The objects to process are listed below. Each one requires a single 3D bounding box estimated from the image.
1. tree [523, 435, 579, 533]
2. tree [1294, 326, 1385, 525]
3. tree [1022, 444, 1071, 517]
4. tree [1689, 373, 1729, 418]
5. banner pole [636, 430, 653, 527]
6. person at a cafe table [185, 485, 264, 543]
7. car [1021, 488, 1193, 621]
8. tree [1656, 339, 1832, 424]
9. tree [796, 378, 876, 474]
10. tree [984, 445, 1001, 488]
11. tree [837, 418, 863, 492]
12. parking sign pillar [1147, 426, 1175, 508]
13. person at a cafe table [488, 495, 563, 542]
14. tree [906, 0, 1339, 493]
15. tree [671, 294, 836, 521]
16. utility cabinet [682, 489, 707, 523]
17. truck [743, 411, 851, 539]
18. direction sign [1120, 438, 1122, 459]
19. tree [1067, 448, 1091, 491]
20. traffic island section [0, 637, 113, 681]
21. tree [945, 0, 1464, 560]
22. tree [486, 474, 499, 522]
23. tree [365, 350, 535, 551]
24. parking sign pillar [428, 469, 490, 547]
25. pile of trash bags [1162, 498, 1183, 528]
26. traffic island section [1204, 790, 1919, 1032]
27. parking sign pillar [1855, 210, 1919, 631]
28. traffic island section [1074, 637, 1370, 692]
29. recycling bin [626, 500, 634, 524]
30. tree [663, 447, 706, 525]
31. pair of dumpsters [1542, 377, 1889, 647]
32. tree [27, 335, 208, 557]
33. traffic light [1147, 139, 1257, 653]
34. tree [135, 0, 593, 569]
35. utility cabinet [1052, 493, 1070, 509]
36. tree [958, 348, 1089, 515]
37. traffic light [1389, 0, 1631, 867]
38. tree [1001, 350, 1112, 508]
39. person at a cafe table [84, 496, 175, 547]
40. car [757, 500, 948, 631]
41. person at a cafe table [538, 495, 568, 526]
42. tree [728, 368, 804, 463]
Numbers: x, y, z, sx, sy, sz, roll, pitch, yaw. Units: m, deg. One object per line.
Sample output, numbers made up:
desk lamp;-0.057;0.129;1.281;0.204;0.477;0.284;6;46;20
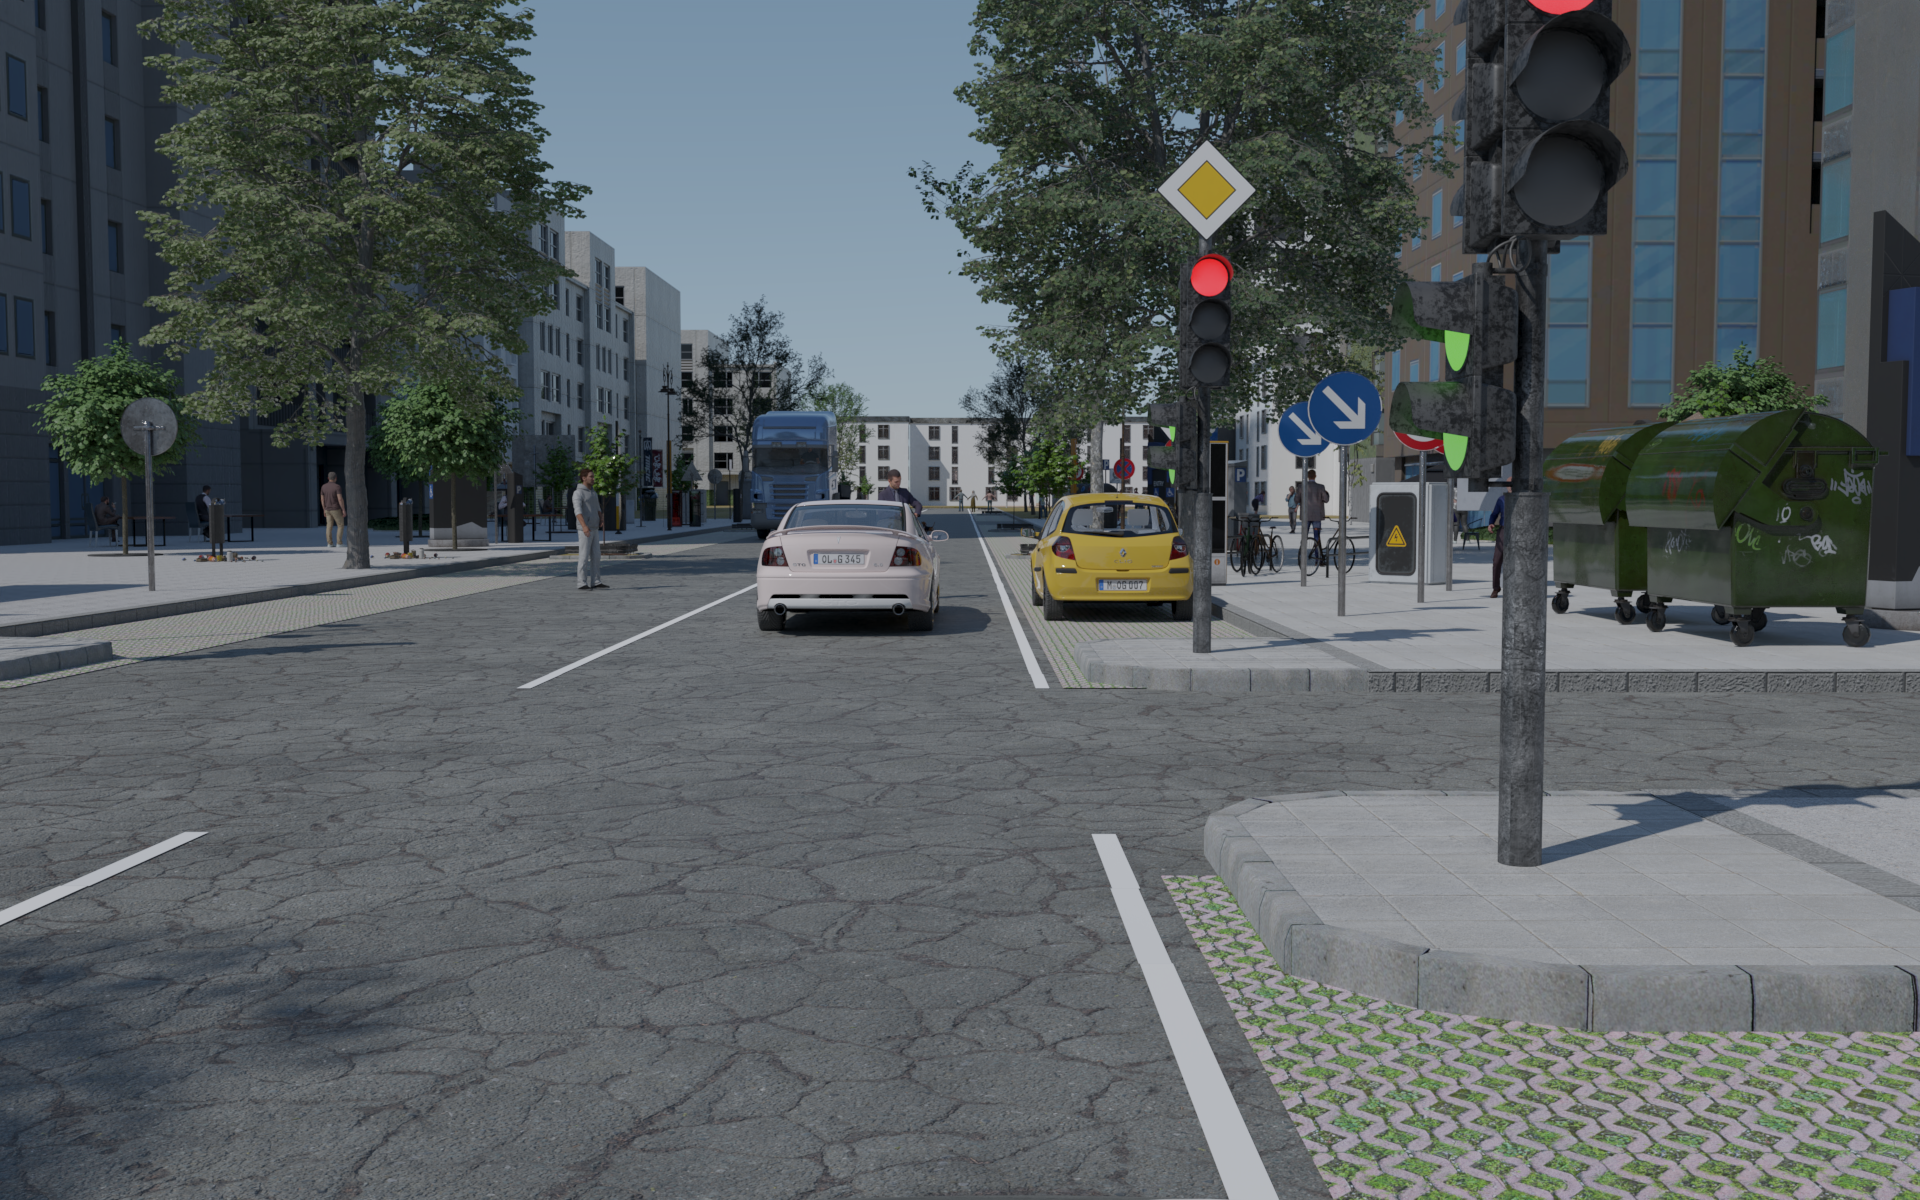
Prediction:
tree;-13.262;-3.809;56.886;1.663;3.219;1.824;0;3;0
tree;15.923;-7.394;71.249;4.737;8.622;4.395;0;3;0
tree;4.695;-6.840;95.546;4.285;4.588;4.351;0;3;0
tree;11.824;-1.992;27.169;1.663;3.219;1.824;0;3;0
banner pole;-12.225;-4.721;67.212;0.863;3.779;0.401;2;4;32
person at a cafe table;-19.891;-2.318;46.416;1.698;1.524;1.622;2;4;32
car;1.768;-0.653;20.900;2.015;1.641;3.980;0;4;-1
tree;16.626;-3.262;37.048;4.285;4.588;4.351;0;3;0
tree;-11.159;-13.937;153.632;9.928;11.665;9.643;0;3;0
tree;4.166;-12.885;161.037;4.360;8.622;3.978;0;3;0
tree;-10.873;-12.997;162.869;4.737;8.622;4.395;0;3;0
parking sign pillar;7.499;-4.657;64.611;1.447;3.967;1.447;-2;4;-25
person at a cafe table;-11.993;-2.358;47.067;1.622;1.524;1.698;3;4;39
tree;4.763;-11.974;51.666;12.611;20.169;13.585;0;3;0
tree;-10.046;-8.946;80.672;7.601;10.594;8.767;2;4;27
utility cabinet;-11.869;-4.181;77.031;1.173;1.500;0.318;1;4;16
truck;-4.978;-4.421;62.049;2.967;4.110;18.799;0;4;2
direction sign;6.513;-4.754;69.728;0.379;3.537;0.876;0;4;-4
tree;4.769;-4.691;71.293;1.663;3.219;1.824;0;3;0
traffic island section;-8.303;0.505;14.029;2.009;0.180;2.903;0;3;0
tree;4.216;-7.621;31.254;9.857;13.997;8.962;0;3;0
tree;-22.004;-5.231;80.121;1.663;3.219;1.824;0;3;0
tree;-11.404;-3.398;39.279;4.285;4.588;4.351;0;3;0
parking sign pillar;-12.247;-3.287;42.211;1.447;3.967;1.447;-2;4;-30
pile of trash bags;7.376;-2.883;56.890;1.912;1.369;3.447;0;4;-1
traffic island section;1.969;0.994;6.027;2.009;0.180;2.903;0;3;0
parking sign pillar;9.398;-1.723;16.649;1.447;3.967;1.447;-1;4;-17
traffic island section;1.978;0.506;14.012;2.009;0.180;2.903;0;3;0
recycling bin;-14.611;-3.838;75.298;0.722;1.027;0.722;-2;4;-31
tree;-11.535;-4.693;71.325;1.663;3.219;1.824;0;3;0
pair of dumpsters;6.968;-0.855;16.473;1.574;2.255;4.437;0;3;0
tree;-17.471;-3.194;35.934;4.285;4.588;4.351;0;3;0
traffic light;1.938;-1.528;13.898;0.839;4.253;0.868;0;3;0
tree;-10.060;-6.827;29.743;7.486;12.596;7.792;0;3;0
utility cabinet;4.817;-4.323;79.357;1.173;1.500;0.318;-1;4;-16
tree;4.353;-10.553;106.957;8.767;10.594;7.601;-2;4;-35
traffic light;1.928;-1.039;5.913;0.839;4.253;0.868;0;3;0
tree;4.840;-7.778;77.534;4.360;8.622;3.978;0;3;0
person at a cafe table;-20.426;-1.926;42.354;1.698;1.238;1.726;3;5;42
car;-1.181;-0.438;19.531;2.083;1.381;4.827;0;4;1
person at a cafe table;-16.362;-3.665;70.784;1.726;1.238;1.698;1;4;15
tree;-10.923;-8.984;97.246;4.737;8.622;4.395;0;3;0
